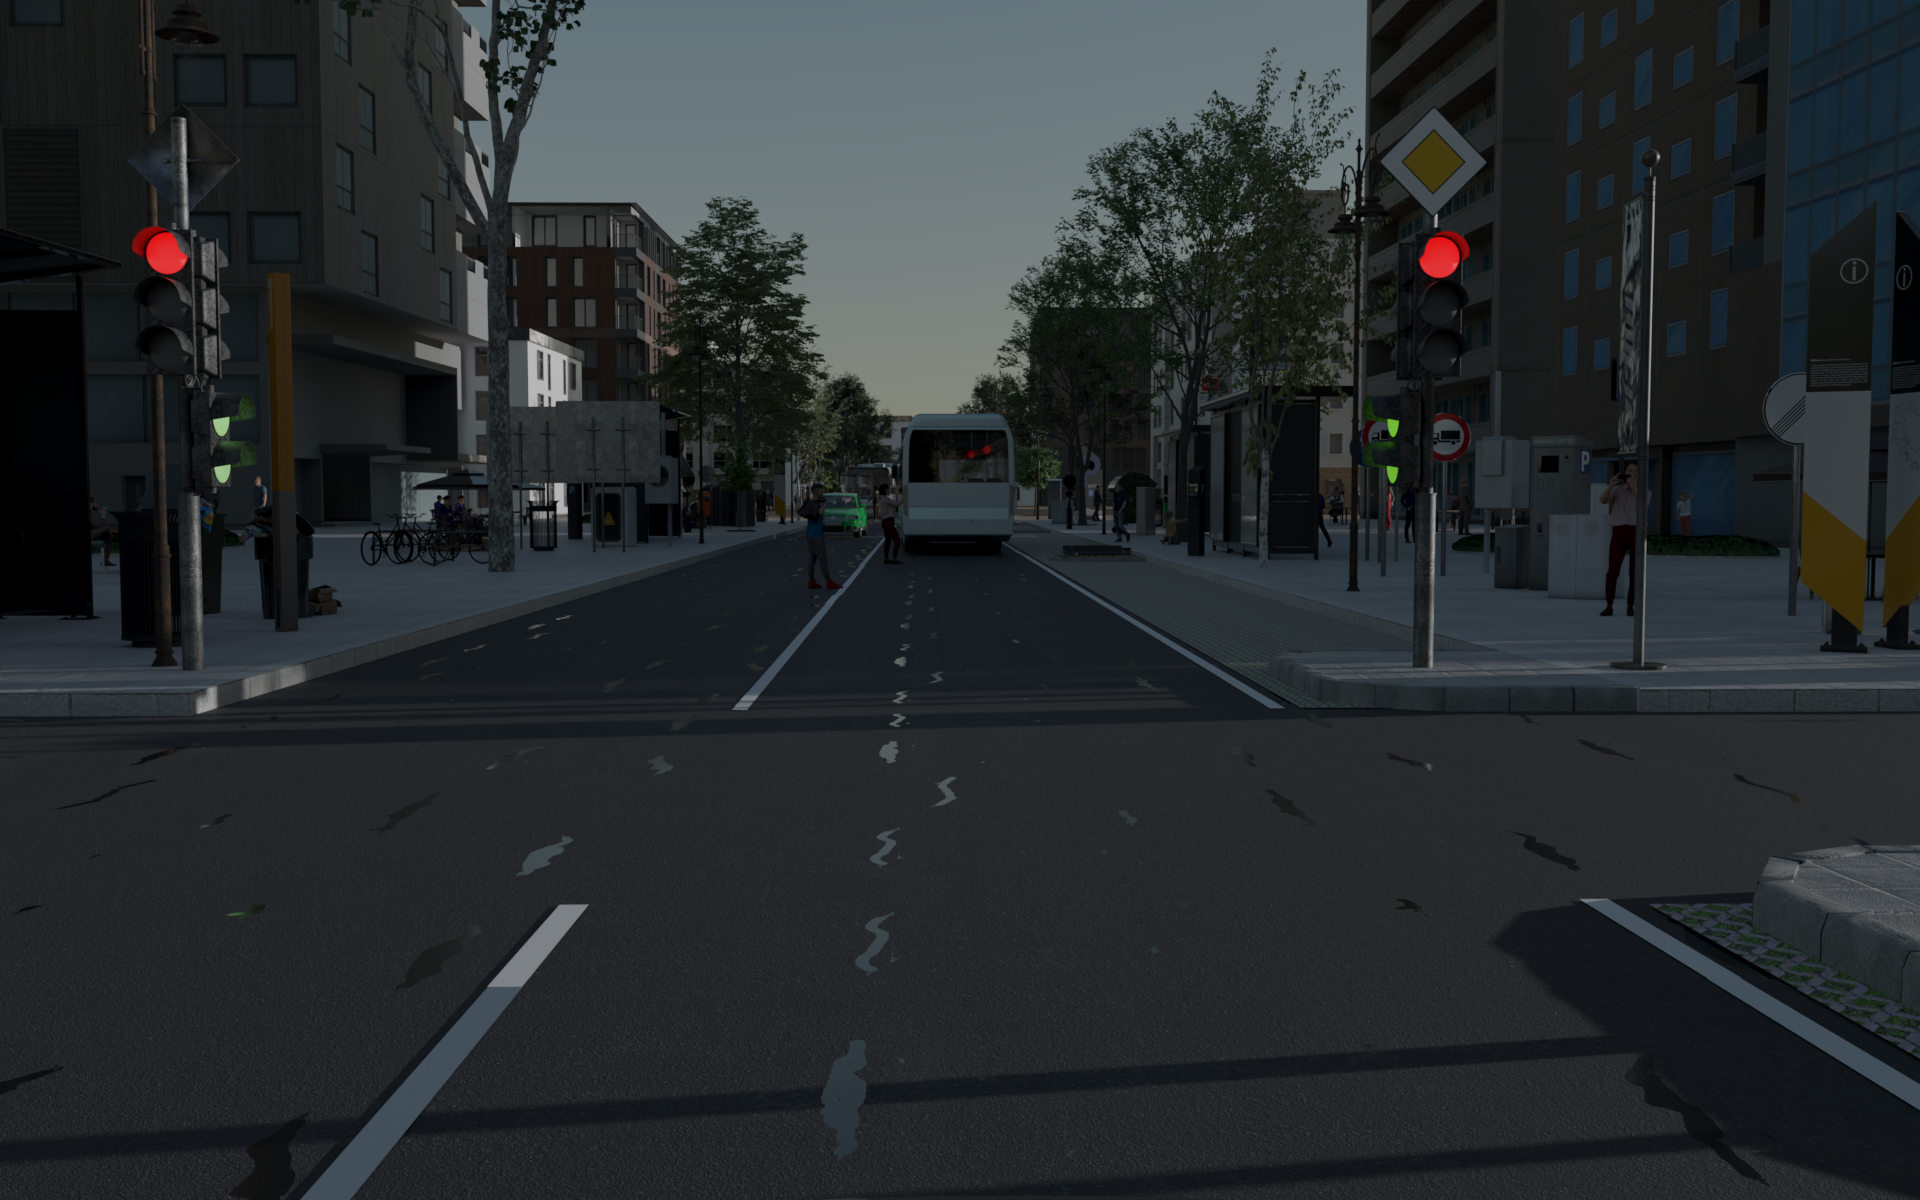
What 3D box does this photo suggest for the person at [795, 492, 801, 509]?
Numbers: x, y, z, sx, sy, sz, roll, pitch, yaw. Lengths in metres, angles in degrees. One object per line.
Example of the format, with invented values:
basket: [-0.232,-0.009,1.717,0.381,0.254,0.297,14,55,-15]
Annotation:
person: [-10.644,-6.391,113.765,0.421,1.427,0.697,-1,4,-15]

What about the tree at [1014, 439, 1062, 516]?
tree: [4.306,-7.179,101.085,4.285,4.588,4.351,0,3,0]

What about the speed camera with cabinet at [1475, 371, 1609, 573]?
speed camera with cabinet: [9.237,-2.029,27.517,0.660,3.252,2.038,-3,5,-42]

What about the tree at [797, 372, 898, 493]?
tree: [-9.241,-12.125,132.654,7.601,10.594,8.767,3,5,43]

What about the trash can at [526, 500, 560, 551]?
trash can: [-9.399,-1.677,39.069,0.748,1.137,0.748,0,3,0]

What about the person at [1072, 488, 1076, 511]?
person: [8.522,-7.563,130.399,1.217,1.736,0.721,-3,5,-41]

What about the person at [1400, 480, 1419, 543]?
person: [11.851,-2.353,45.213,0.576,1.737,0.504,-3,4,-36]

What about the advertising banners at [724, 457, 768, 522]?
advertising banners: [-9.872,-5.113,79.790,2.074,3.025,0.090,1,4,11]

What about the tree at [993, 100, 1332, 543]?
tree: [6.093,-7.356,46.027,9.928,11.665,9.643,0,3,0]

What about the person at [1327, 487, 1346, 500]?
person: [23.305,-6.139,107.134,1.217,1.735,0.721,0,4,-2]

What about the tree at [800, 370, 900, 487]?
tree: [-10.399,-14.877,160.254,9.611,12.733,9.660,0,3,0]

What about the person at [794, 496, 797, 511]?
person: [-12.485,-7.581,133.175,0.628,1.438,0.799,0,4,-5]

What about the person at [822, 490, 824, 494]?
person: [-8.627,-6.143,107.291,0.445,1.727,0.742,0,4,-4]

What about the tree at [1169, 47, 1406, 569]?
tree: [5.459,-4.852,29.699,4.737,8.622,4.395,0,3,0]

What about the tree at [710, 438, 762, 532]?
tree: [-7.542,-3.966,59.446,1.663,3.219,1.824,0,3,0]

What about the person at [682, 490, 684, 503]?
person: [-16.088,-5.716,99.529,0.705,1.821,1.348,-2,4,-32]

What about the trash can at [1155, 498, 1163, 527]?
trash can: [7.650,-3.415,67.489,0.748,1.137,0.748,0,3,0]

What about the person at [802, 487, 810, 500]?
person: [-12.091,-8.104,138.552,1.348,1.823,0.705,-1,4,-14]

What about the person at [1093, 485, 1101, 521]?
person: [6.455,-4.568,81.651,0.530,1.710,0.541,2,4,26]

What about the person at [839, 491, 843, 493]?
person: [-9.769,-8.246,140.824,0.705,1.831,1.348,3,4,36]

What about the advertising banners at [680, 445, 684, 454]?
advertising banners: [-10.788,-3.991,61.445,2.074,3.025,0.090,0,4,3]

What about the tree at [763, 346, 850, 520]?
tree: [-7.629,-8.176,84.039,4.360,8.622,3.978,0,3,0]

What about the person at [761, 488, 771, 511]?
person: [-14.398,-7.458,128.777,0.445,1.727,0.742,3,5,39]

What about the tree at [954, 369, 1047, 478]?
tree: [3.458,-14.771,158.507,9.611,12.733,9.660,0,3,0]

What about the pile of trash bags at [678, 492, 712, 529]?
pile of trash bags: [-10.105,-3.316,63.975,1.912,1.369,3.447,-3,4,-36]

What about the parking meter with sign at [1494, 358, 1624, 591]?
parking meter with sign: [7.966,-1.633,22.962,0.543,3.016,1.738,-3,5,-44]

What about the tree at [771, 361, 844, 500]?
tree: [-7.998,-8.692,92.470,4.737,8.622,4.395,0,3,0]

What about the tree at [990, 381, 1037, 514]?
tree: [3.488,-9.821,110.931,4.360,8.622,3.978,0,3,0]

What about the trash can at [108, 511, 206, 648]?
trash can: [-6.767,-0.183,14.640,0.748,1.137,0.748,0,3,0]

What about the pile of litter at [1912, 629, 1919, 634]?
pile of litter: [9.428,-0.081,15.288,1.176,0.858,1.719,-2,4,-31]

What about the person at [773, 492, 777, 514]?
person: [-11.704,-6.365,110.779,0.551,1.740,0.621,-2,4,-24]

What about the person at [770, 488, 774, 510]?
person: [-14.678,-7.862,135.412,0.721,1.723,1.217,2,4,29]

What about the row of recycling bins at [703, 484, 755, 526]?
row of recycling bins: [-9.408,-3.839,69.884,1.069,1.692,3.534,-3,4,-37]

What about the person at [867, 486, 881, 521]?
person: [-4.526,-5.160,92.489,0.705,1.869,1.348,2,4,30]

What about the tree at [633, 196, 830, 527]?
tree: [-8.748,-9.102,66.948,7.486,12.596,7.792,0,3,0]

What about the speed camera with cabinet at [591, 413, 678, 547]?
speed camera with cabinet: [-7.919,-2.921,42.090,2.038,3.252,0.660,1,4,8]

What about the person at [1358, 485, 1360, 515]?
person: [23.830,-5.989,103.825,0.709,1.838,0.599,0,4,7]

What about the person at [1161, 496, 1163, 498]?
person: [14.696,-7.111,123.025,1.217,1.743,0.721,-2,4,-35]

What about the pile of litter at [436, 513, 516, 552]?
pile of litter: [-10.848,-1.519,38.795,1.719,0.858,1.176,0,4,-5]

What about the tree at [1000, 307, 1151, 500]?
tree: [5.412,-8.933,80.472,7.601,10.594,8.767,0,4,-7]

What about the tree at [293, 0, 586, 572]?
tree: [-9.070,-10.548,28.357,12.611,20.169,13.585,0,3,0]

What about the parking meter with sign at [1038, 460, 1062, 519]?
parking meter with sign: [4.828,-5.621,88.168,1.738,3.016,0.543,0,4,4]

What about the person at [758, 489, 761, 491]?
person: [-16.808,-8.544,146.449,1.217,1.743,0.721,3,5,41]

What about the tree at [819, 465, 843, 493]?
tree: [-8.749,-7.487,117.020,1.663,3.219,1.824,0,3,0]
